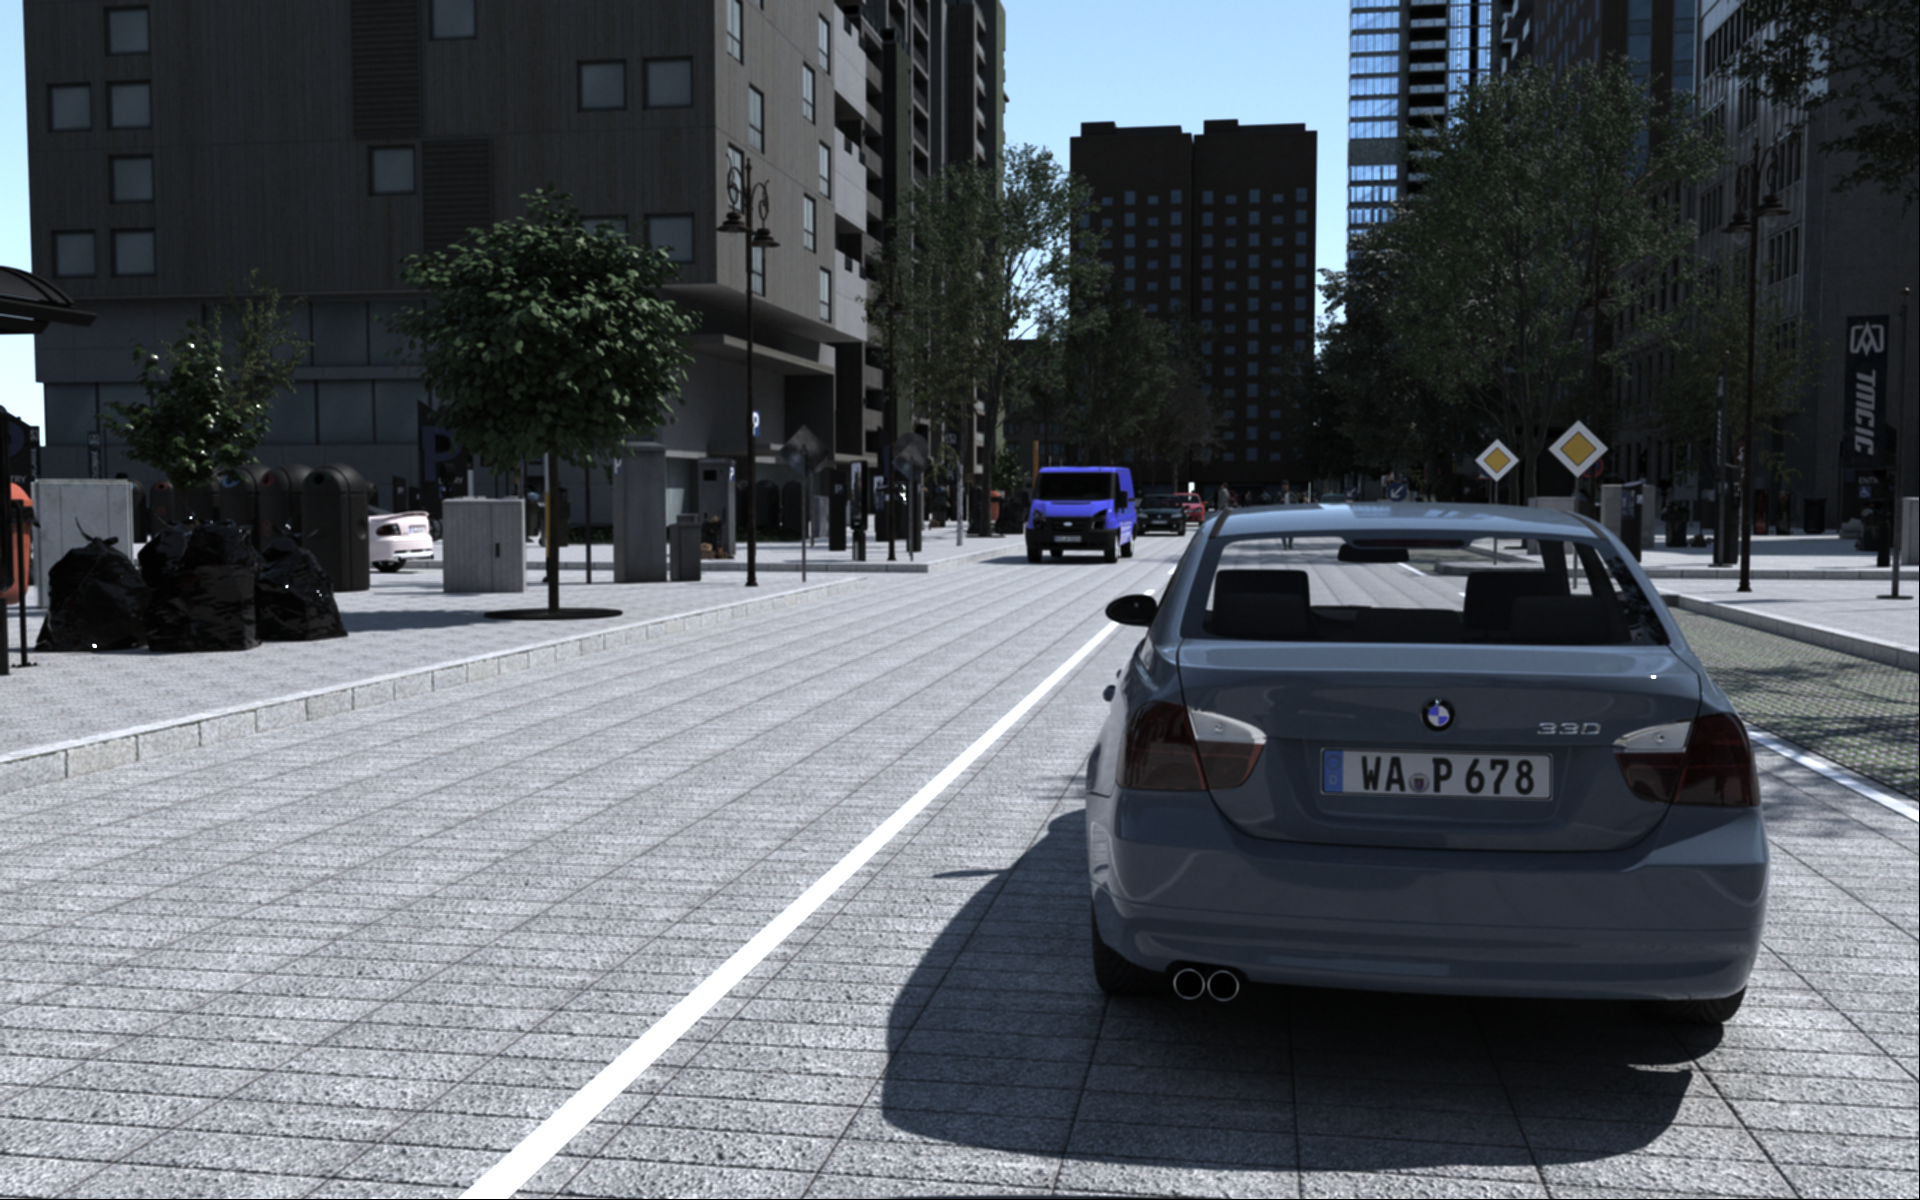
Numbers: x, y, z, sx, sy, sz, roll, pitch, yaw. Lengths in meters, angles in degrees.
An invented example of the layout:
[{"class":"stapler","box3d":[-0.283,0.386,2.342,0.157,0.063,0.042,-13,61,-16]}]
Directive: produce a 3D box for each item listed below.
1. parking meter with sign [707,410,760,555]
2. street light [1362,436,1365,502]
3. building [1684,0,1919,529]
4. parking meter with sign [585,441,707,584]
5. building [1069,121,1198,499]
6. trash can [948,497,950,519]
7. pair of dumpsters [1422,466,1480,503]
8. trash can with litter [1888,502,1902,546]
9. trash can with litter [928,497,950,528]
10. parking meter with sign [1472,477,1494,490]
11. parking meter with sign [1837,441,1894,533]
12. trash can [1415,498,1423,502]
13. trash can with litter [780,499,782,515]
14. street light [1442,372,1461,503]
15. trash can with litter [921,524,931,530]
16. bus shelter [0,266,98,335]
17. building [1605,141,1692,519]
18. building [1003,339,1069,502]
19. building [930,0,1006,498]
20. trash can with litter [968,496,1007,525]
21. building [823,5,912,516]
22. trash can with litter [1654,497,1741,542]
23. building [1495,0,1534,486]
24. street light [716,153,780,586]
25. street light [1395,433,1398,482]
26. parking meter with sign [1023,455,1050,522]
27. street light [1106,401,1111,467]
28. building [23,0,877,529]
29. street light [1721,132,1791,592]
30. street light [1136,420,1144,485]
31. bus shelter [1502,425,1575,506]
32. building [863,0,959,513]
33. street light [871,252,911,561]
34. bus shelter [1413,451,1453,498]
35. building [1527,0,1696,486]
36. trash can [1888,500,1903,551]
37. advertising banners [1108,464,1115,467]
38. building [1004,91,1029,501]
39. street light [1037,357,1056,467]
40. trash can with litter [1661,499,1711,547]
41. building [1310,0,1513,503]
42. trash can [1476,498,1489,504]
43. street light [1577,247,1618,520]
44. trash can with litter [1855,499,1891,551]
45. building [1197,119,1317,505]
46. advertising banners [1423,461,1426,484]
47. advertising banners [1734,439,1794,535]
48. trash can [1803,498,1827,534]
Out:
[{"class":"parking meter with sign","box3d":[-5.112,-2.457,36.430,1.738,3.016,0.543,1,4,14]},{"class":"street light","box3d":[24.269,-8.035,104.158,0.468,5.910,1.993,1,4,10]},{"class":"building","box3d":[38.640,-15.469,70.936,12.078,24.808,19.932,1,4,10]},{"class":"parking meter with sign","box3d":[-4.618,-1.761,25.056,1.738,3.016,0.543,-3,4,-36]},{"class":"building","box3d":[21.122,-34.303,210.956,14.200,45.320,14.600,1,4,10]},{"class":"trash can","box3d":[-0.321,-4.742,89.185,0.748,1.137,0.748,0,3,0]},{"class":"pair of dumpsters","box3d":[17.367,-3.594,61.258,1.574,2.255,4.437,1,4,10]},{"class":"trash can with litter","box3d":[22.387,-1.799,40.795,1.055,1.170,0.624,-3,5,-43]},{"class":"trash can with litter","box3d":[-0.816,-3.361,66.341,0.624,1.170,1.055,1,4,17]},{"class":"parking meter with sign","box3d":[23.664,-5.076,79.247,1.738,3.016,0.543,-1,4,-15]},{"class":"parking meter with sign","box3d":[29.629,-3.687,56.538,1.738,3.016,0.543,1,4,23]},{"class":"trash can","box3d":[17.405,-3.260,64.953,0.748,1.137,0.748,0,3,0]},{"class":"trash can with litter","box3d":[-6.229,-2.746,56.283,0.624,1.170,1.055,3,5,41]},{"class":"street light","box3d":[15.994,-5.116,56.435,0.468,5.910,1.993,1,4,10]},{"class":"trash can with litter","box3d":[-1.495,-3.125,62.156,1.678,1.210,2.233,0,4,2]},{"class":"bus shelter","box3d":[-9.065,-1.153,12.781,2.014,3.302,5.546,1,4,10]},{"class":"building","box3d":[41.737,-15.604,91.276,11.583,22.565,21.152,1,4,10]},{"class":"building","box3d":[0.865,-23.090,222.566,28.899,21.520,27.650,1,4,10]},{"class":"building","box3d":[-4.315,-27.822,138.476,14.154,41.232,14.086,1,4,10]},{"class":"trash can with litter","box3d":[1.410,-3.662,70.934,2.233,1.210,1.678,2,4,30]},{"class":"building","box3d":[-11.098,-20.307,103.726,14.160,30.474,14.107,1,4,10]},{"class":"trash can with litter","box3d":[19.980,-2.196,46.956,2.233,1.210,1.678,3,4,39]},{"class":"building","box3d":[57.973,-32.192,145.953,23.786,49.044,30.456,1,4,10]},{"class":"street light","box3d":[-2.905,-3.130,23.964,0.468,5.910,1.993,1,4,10]},{"class":"street light","box3d":[20.214,-6.572,80.240,0.468,5.910,1.993,1,4,10]},{"class":"parking meter with sign","box3d":[3.195,-5.019,78.322,1.738,3.016,0.543,0,4,8]},{"class":"street light","box3d":[6.903,-6.631,81.201,0.468,5.910,1.993,1,4,10]},{"class":"building","box3d":[-19.526,-29.682,74.537,28.713,52.752,27.495,1,4,10]},{"class":"street light","box3d":[10.325,-3.048,22.616,0.468,5.910,1.993,1,4,10]},{"class":"street light","box3d":[10.982,-8.098,105.184,0.468,5.910,1.993,1,4,10]},{"class":"bus shelter","box3d":[20.391,-4.267,61.053,1.731,3.624,6.357,1,4,10]},{"class":"building","box3d":[-10.792,-41.716,120.307,20.563,71.187,20.611,1,4,10]},{"class":"street light","box3d":[-1.319,-3.702,33.308,0.468,5.910,1.993,1,4,10]},{"class":"bus shelter","box3d":[25.850,-6.336,94.873,1.731,3.624,6.357,1,4,10]},{"class":"building","box3d":[49.354,-29.037,124.870,14.600,45.320,14.200,1,4,10]},{"class":"trash can","box3d":[21.443,-1.691,39.294,0.748,1.137,0.748,0,3,0]},{"class":"advertising banners","box3d":[8.397,-6.519,102.773,0.090,3.025,2.074,-3,5,-42]},{"class":"building","box3d":[-9.099,-31.017,161.748,28.867,44.769,22.147,1,4,10]},{"class":"street light","box3d":[2.840,-5.154,57.054,0.468,5.910,1.993,1,4,10]},{"class":"trash can with litter","box3d":[17.560,-1.866,41.890,1.055,1.170,0.624,0,4,5]},{"class":"building","box3d":[58.268,-54.721,207.362,31.000,86.520,22.319,1,4,10]},{"class":"trash can","box3d":[19.292,-3.210,64.139,0.748,1.137,0.748,0,3,0]},{"class":"street light","box3d":[11.972,-3.662,32.665,0.468,5.910,1.993,1,4,10]},{"class":"trash can with litter","box3d":[20.464,-1.691,39.037,0.624,1.170,1.055,0,4,7]},{"class":"building","box3d":[35.525,-34.226,209.699,14.200,45.320,14.600,1,4,10]},{"class":"advertising banners","box3d":[23.080,-5.329,83.318,2.074,3.025,0.090,-1,4,-17]},{"class":"advertising banners","box3d":[25.192,-3.557,54.344,0.090,3.025,2.074,-2,4,-31]},{"class":"trash can","box3d":[27.515,-2.698,55.762,0.748,1.137,0.748,0,3,0]}]
